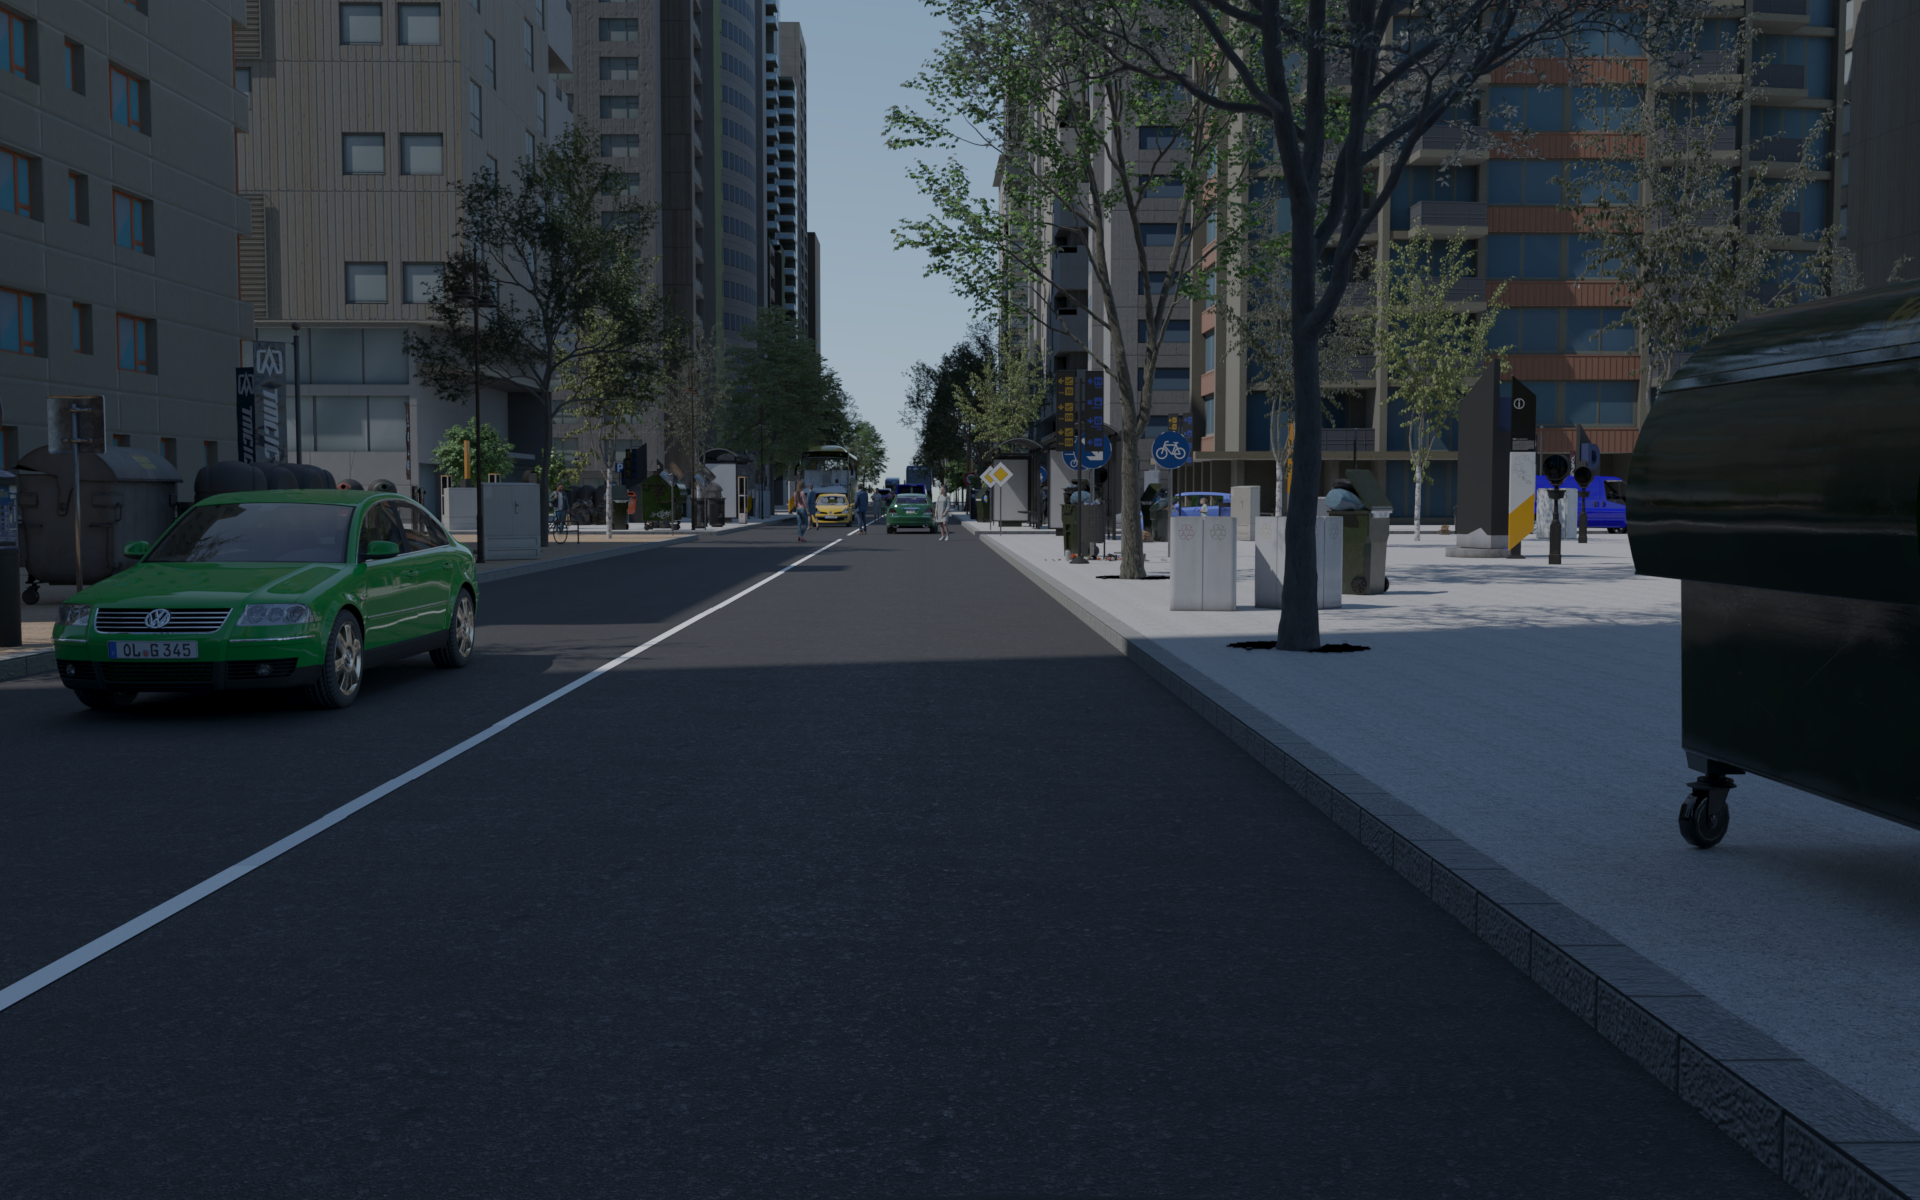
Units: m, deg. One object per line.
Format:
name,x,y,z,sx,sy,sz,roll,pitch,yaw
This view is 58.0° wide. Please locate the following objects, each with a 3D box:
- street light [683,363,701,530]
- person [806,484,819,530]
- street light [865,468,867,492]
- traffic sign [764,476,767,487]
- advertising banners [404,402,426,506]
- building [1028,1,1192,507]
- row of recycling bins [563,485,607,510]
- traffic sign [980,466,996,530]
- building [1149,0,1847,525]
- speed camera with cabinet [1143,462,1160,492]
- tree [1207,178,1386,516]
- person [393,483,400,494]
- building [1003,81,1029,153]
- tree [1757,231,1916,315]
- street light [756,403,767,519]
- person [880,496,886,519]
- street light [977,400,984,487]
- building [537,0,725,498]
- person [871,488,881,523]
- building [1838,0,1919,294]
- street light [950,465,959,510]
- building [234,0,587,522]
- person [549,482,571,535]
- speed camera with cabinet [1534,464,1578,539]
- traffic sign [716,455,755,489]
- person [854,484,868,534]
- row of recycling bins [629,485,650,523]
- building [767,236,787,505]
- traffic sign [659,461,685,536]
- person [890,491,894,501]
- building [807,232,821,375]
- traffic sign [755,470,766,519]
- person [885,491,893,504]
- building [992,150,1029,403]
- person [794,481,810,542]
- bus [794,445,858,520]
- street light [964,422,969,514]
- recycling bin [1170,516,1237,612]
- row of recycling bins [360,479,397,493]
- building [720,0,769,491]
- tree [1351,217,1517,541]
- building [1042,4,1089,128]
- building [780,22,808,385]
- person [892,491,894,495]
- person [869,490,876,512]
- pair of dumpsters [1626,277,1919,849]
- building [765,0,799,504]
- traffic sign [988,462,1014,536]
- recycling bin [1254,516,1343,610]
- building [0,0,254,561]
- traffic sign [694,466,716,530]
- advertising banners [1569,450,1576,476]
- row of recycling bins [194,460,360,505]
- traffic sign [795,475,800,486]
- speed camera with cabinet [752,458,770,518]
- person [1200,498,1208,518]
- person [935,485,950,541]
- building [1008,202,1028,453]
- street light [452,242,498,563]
street light,-9.482,-5.420,61.398,0.468,5.910,1.993,0,4,-1
person,-5.857,-3.673,68.574,0.581,1.822,0.654,-3,4,-39
street light,-13.416,-16.819,247.785,0.468,5.910,1.993,0,4,-1
traffic sign,-10.997,-5.743,96.023,0.606,2.300,0.079,0,4,4
advertising banners,-10.684,-2.310,33.952,0.090,3.025,2.074,0,4,-8
building,17.982,-39.637,190.061,21.231,58.520,28.212,0,4,-1
row of recycling bins,-17.183,-4.389,78.869,3.534,1.692,1.069,2,4,35
traffic sign,1.083,-3.534,61.431,0.795,2.450,0.064,0,4,-1
building,23.707,-26.000,79.717,28.867,44.769,22.147,0,4,-1
speed camera with cabinet,7.423,-4.445,67.011,0.660,3.252,2.038,0,4,8
tree,7.883,-5.562,41.302,4.360,8.622,3.978,0,3,0
person,-17.994,-2.835,55.034,0.511,1.800,0.466,-1,4,-16
building,15.521,-51.787,284.961,20.563,71.187,20.611,0,4,-1
tree,26.417,-6.145,50.830,4.360,8.622,3.978,0,3,0
street light,-10.024,-7.026,87.667,0.468,5.910,1.993,0,4,-1
person,-4.512,-5.426,101.464,0.306,1.304,0.590,-1,4,-18
street light,1.047,-6.740,82.992,0.468,5.910,1.993,0,4,-1
building,-24.486,-26.808,121.897,14.154,41.232,14.086,0,4,-1
person,-4.217,-4.763,86.952,0.480,1.755,0.524,1,4,10
building,59.828,-30.177,82.626,27.495,52.752,28.713,0,4,-1
street light,-0.544,-11.361,158.539,0.468,5.910,1.993,0,4,-1
building,-34.710,-30.336,85.238,28.713,52.752,27.495,0,4,-1
person,-13.259,-3.002,57.570,0.794,1.824,0.713,-1,4,-15
speed camera with cabinet,16.739,-3.396,49.862,0.660,3.252,2.038,-3,4,-38
traffic sign,-11.657,-5.823,89.080,2.265,3.308,0.079,0,4,0
person,-3.502,-3.240,61.656,0.419,1.800,0.721,3,5,40
row of recycling bins,-14.399,-4.342,78.096,1.069,1.692,3.534,0,4,-7
building,-26.922,-25.727,192.337,14.160,30.474,14.107,0,4,-1
traffic sign,-8.839,-3.034,53.254,0.795,2.450,0.064,0,4,-1
person,-7.438,-10.771,185.161,0.990,1.755,0.434,-2,4,-30
building,-30.319,-38.908,286.254,14.600,45.320,14.200,0,4,-1
traffic sign,-10.502,-5.530,90.519,0.768,2.556,0.104,0,4,4
person,-6.051,-8.568,149.526,0.756,1.711,0.436,3,5,41
building,19.737,-41.104,261.284,28.713,52.752,27.495,0,4,-1
person,-4.698,-2.639,51.651,0.555,1.821,0.388,2,4,35
bus,-6.850,-6.102,91.307,2.896,3.916,12.252,0,4,-1
street light,0.466,-8.350,109.307,0.468,5.910,1.993,0,4,-1
recycling bin,2.713,-0.410,19.266,0.722,1.027,0.722,1,4,9
row of recycling bins,-17.095,-2.446,47.106,3.534,1.692,1.069,0,4,-5
building,-30.679,-38.392,169.705,21.231,58.520,28.212,0,4,-1
tree,12.731,-5.915,47.075,4.737,8.622,4.395,0,3,0
building,21.901,-35.063,162.513,28.713,52.752,27.495,0,4,-1
building,-31.906,-50.752,268.054,20.563,71.187,20.611,0,4,-1
person,-7.239,-11.006,189.185,0.721,1.736,1.217,0,4,-4
person,-6.981,-7.956,139.030,0.568,1.767,0.683,0,4,-1
pair of dumpsters,3.271,-0.106,4.221,1.574,2.255,4.437,0,4,-1
building,-32.706,-56.781,241.047,22.319,86.520,31.000,0,4,-1
traffic sign,1.254,-3.046,53.448,0.795,2.450,0.064,0,4,-1
recycling bin,3.810,-0.425,19.496,0.722,1.027,0.722,-3,5,-39
building,-31.365,-11.178,27.804,28.899,21.520,27.650,0,4,-1
traffic sign,-9.009,-3.523,61.237,0.795,2.450,0.064,0,4,-1
advertising banners,23.960,-4.445,68.858,2.074,3.025,0.090,-3,5,-41
row of recycling bins,-9.000,-0.955,22.734,1.069,1.692,3.534,0,4,-2
traffic sign,-10.596,-6.937,113.521,0.768,2.556,0.104,0,4,7
speed camera with cabinet,-10.854,-6.124,94.458,0.660,3.252,2.038,-1,4,-20
person,7.942,-2.675,56.510,0.394,1.301,0.425,-2,4,-29
person,-0.512,-2.693,53.527,0.512,1.701,0.522,2,4,26
building,13.660,-34.069,240.615,14.154,41.232,14.086,0,4,-1
street light,-8.914,-3.622,32.006,0.468,5.910,1.993,0,4,-1
